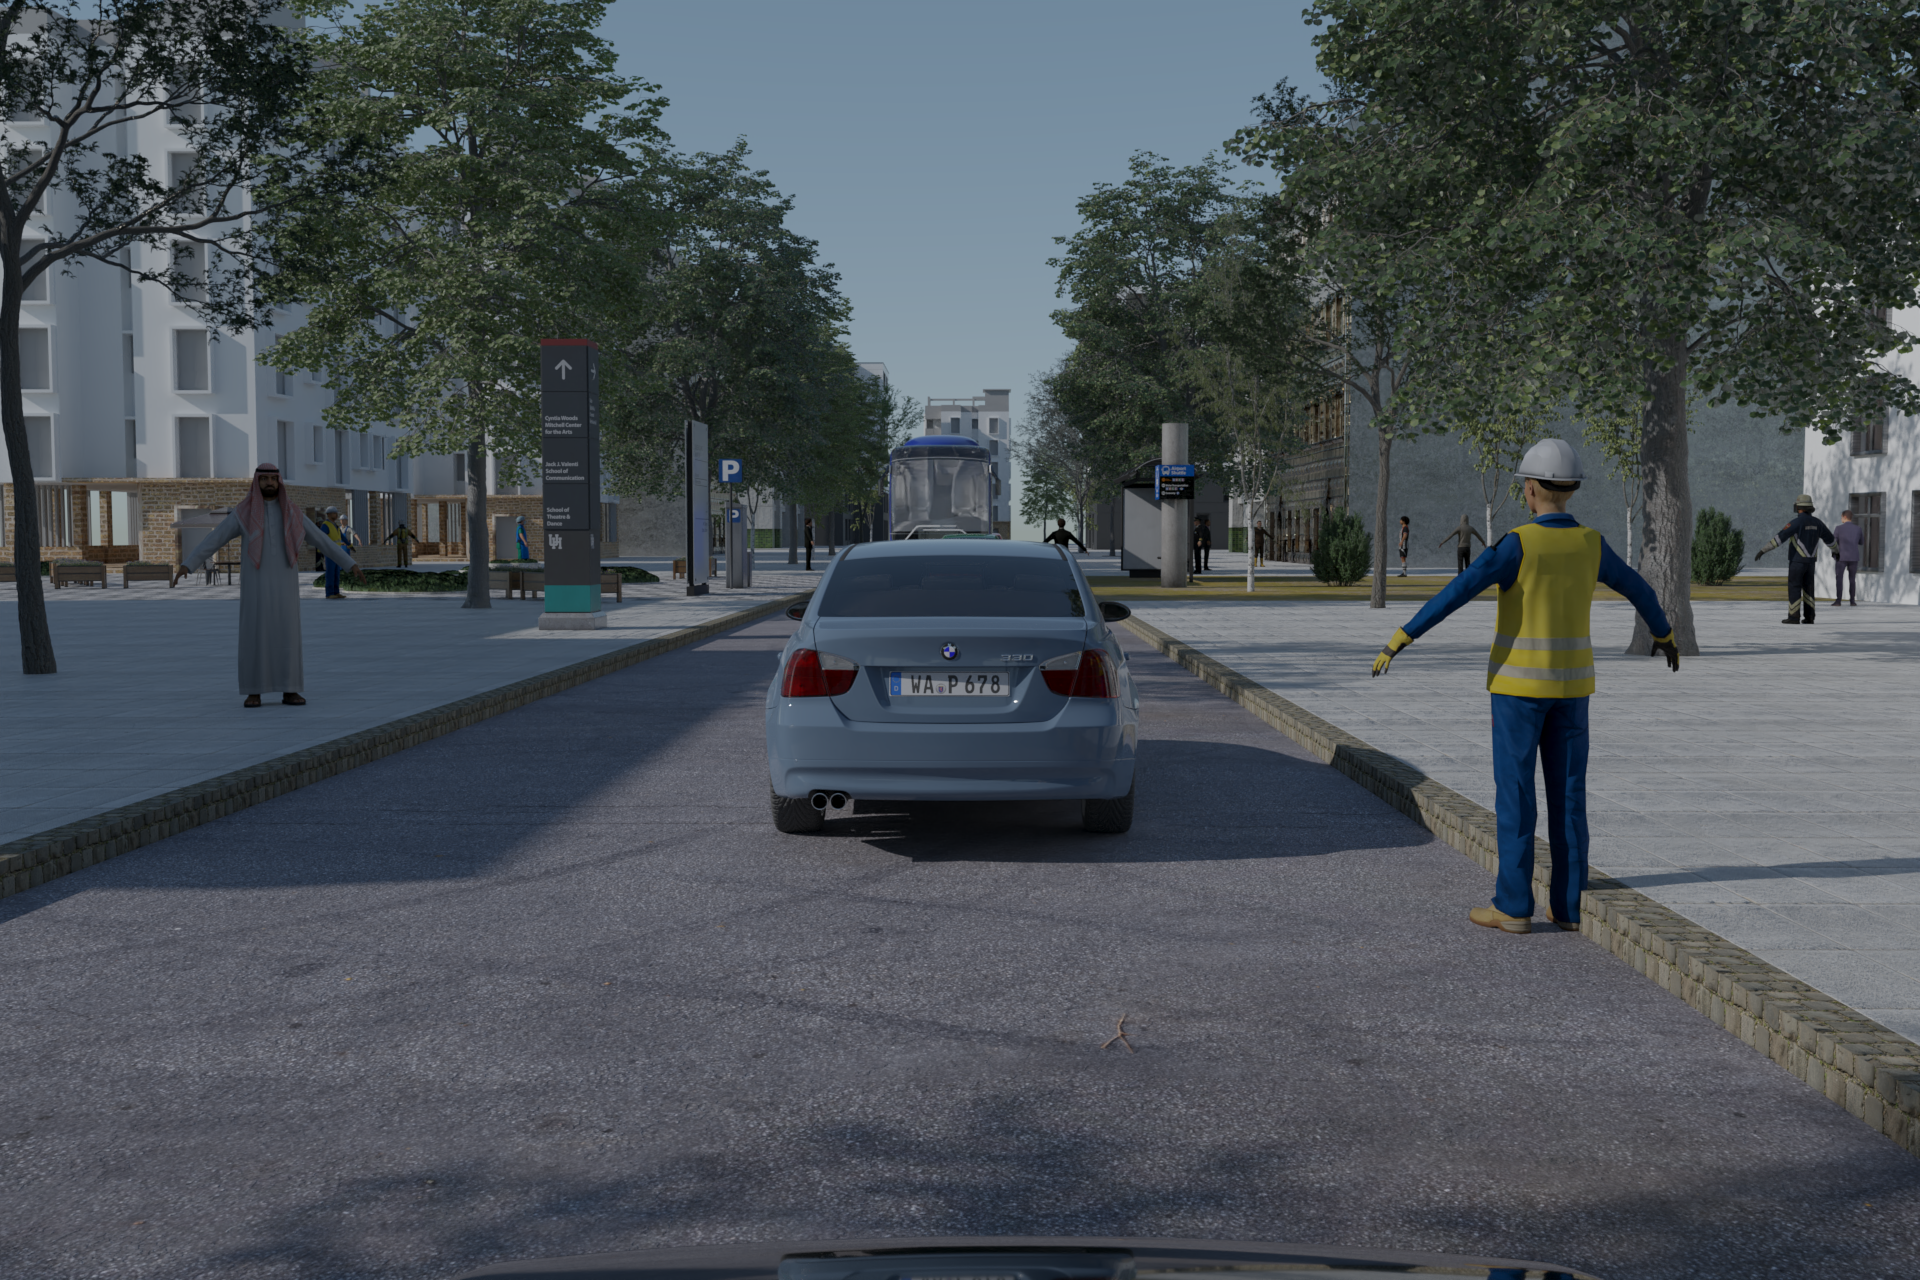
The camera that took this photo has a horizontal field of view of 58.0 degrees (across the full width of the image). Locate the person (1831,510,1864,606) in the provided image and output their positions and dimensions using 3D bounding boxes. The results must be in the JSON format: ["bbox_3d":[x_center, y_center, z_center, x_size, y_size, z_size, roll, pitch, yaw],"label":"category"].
[{"bbox_3d":[15.779,-1.458,30.808,0.541,1.710,0.530,1,4,19],"label":"person"}]

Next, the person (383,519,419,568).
[{"bbox_3d":[-21.278,-3.687,66.043,1.354,1.858,0.705,-2,4,-32],"label":"person"}]

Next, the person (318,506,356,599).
[{"bbox_3d":[-12.447,-1.741,34.436,0.705,1.833,1.349,1,4,9],"label":"person"}]

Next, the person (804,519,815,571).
[{"bbox_3d":[-5.235,-3.308,60.274,0.705,1.806,1.347,-1,4,-10],"label":"person"}]

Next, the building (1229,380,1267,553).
[{"bbox_3d":[27.241,-14.685,106.559,16.747,18.905,31.486,0,4,1],"label":"building"}]

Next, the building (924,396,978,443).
[{"bbox_3d":[-4.363,-22.655,229.293,11.380,20.090,16.016,0,4,-5],"label":"building"}]

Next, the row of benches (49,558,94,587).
[{"bbox_3d":[-22.461,-1.729,43.729,1.422,0.672,4.104,-2,4,-32],"label":"row of benches"}]

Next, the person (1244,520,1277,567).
[{"bbox_3d":[11.681,-3.755,67.535,1.346,1.812,0.704,-1,4,-10],"label":"person"}]

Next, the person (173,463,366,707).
[{"bbox_3d":[-5.149,-0.415,12.936,1.347,1.811,0.704,-2,4,-30],"label":"person"}]

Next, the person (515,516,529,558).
[{"bbox_3d":[-12.972,-2.767,51.369,0.704,1.817,1.347,-1,4,-19],"label":"person"}]

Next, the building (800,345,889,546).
[{"bbox_3d":[-23.073,-22.020,204.005,27.936,21.610,32.646,0,4,0],"label":"building"}]

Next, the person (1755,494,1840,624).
[{"bbox_3d":[11.985,-1.150,24.677,1.351,1.845,0.704,-1,4,-12],"label":"person"}]

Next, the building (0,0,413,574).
[{"bbox_3d":[-27.560,-12.310,57.696,16.016,20.090,11.380,0,4,1],"label":"building"}]

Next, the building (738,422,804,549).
[{"bbox_3d":[-24.869,-18.405,167.381,16.747,18.905,31.486,0,3,0],"label":"building"}]

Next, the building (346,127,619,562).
[{"bbox_3d":[-23.892,-13.787,81.844,16.016,20.090,11.380,0,4,2],"label":"building"}]

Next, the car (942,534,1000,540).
[{"bbox_3d":[0.232,-1.607,38.073,2.131,1.459,4.920,0,4,1],"label":"car"}]

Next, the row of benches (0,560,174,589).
[{"bbox_3d":[-20.685,-1.535,40.561,4.104,0.672,1.422,-1,4,-22],"label":"row of benches"}]

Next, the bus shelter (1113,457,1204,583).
[{"bbox_3d":[5.454,-3.320,48.206,2.014,3.302,5.546,0,4,1],"label":"bus shelter"}]

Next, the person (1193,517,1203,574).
[{"bbox_3d":[7.594,-3.033,55.522,0.705,1.837,1.347,0,4,-6],"label":"person"}]

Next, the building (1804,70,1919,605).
[{"bbox_3d":[21.679,-4.865,21.698,9.099,9.664,28.070,0,4,1],"label":"building"}]

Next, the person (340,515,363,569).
[{"bbox_3d":[-18.078,-2.751,50.829,1.347,1.847,0.705,1,4,16],"label":"person"}]

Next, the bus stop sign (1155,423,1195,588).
[{"bbox_3d":[5.128,-3.203,41.377,0.837,3.901,0.837,0,4,0],"label":"bus stop sign"}]

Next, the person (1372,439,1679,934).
[{"bbox_3d":[2.093,0.158,6.338,1.216,1.772,0.721,-1,4,-11],"label":"person"}]

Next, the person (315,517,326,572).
[{"bbox_3d":[-21.808,-3.258,59.050,0.705,1.856,1.354,0,4,4],"label":"person"}]

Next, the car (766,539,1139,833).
[{"bbox_3d":[-0.018,0.147,9.599,2.014,1.417,4.499,0,4,1],"label":"car"}]

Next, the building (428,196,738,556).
[{"bbox_3d":[-24.457,-16.977,108.498,19.493,23.208,18.063,0,4,0],"label":"building"}]

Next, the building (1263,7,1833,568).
[{"bbox_3d":[23.893,-14.856,73.822,19.493,23.208,18.063,0,4,0],"label":"building"}]

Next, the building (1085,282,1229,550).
[{"bbox_3d":[25.172,-19.146,157.019,27.936,21.610,32.646,0,4,0],"label":"building"}]

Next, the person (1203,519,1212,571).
[{"bbox_3d":[8.706,-3.343,60.881,0.704,1.802,1.346,1,4,10],"label":"person"}]

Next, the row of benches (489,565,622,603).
[{"bbox_3d":[-8.021,-1.109,33.597,4.104,0.672,1.422,3,5,44],"label":"row of benches"}]

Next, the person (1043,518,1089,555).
[{"bbox_3d":[2.442,-2.024,41.739,1.347,1.806,0.705,0,4,2],"label":"person"}]

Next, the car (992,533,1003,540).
[{"bbox_3d":[1.450,-4.954,90.045,2.155,1.783,4.494,0,4,-1],"label":"car"}]

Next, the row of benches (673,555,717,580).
[{"bbox_3d":[-7.725,-2.144,50.522,1.422,0.672,4.104,0,4,1],"label":"row of benches"}]
